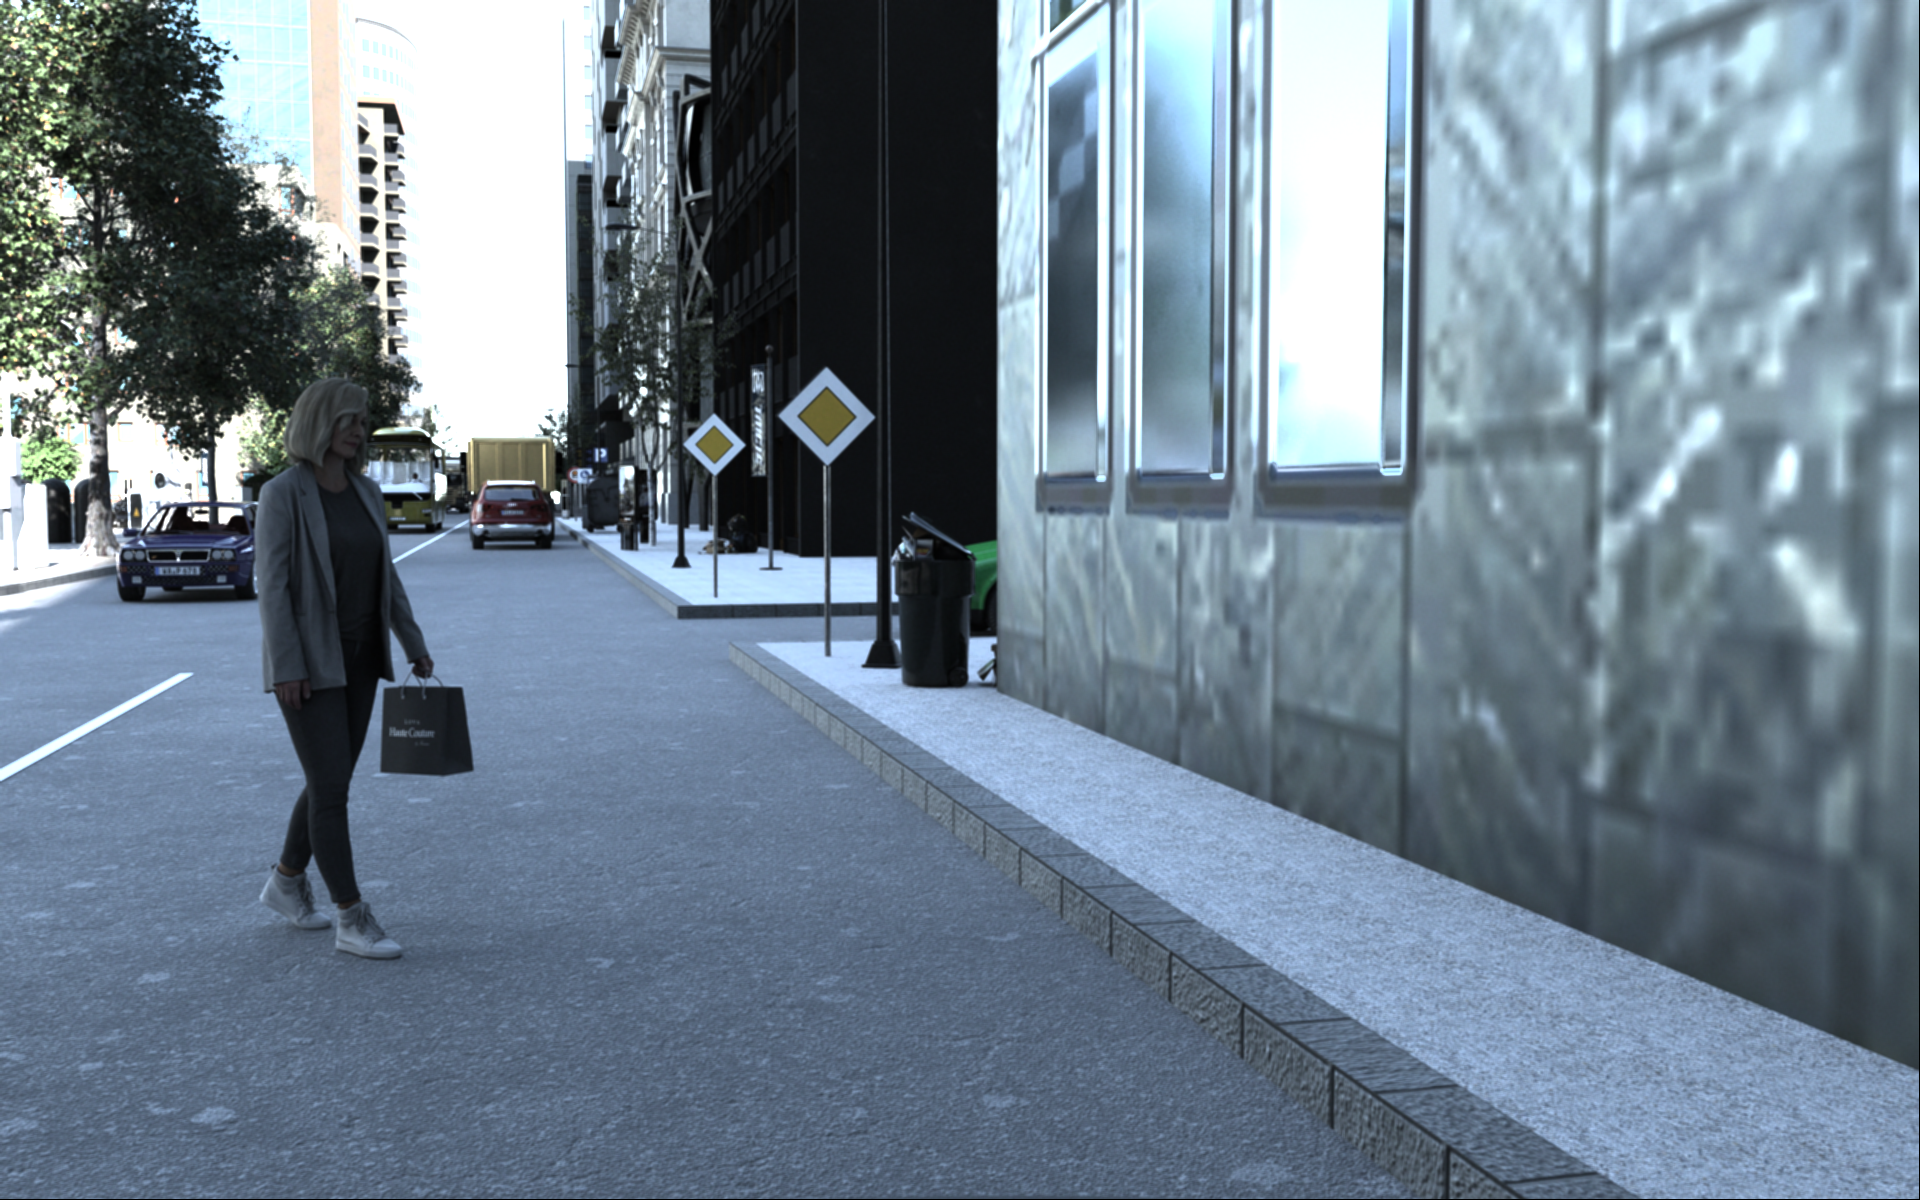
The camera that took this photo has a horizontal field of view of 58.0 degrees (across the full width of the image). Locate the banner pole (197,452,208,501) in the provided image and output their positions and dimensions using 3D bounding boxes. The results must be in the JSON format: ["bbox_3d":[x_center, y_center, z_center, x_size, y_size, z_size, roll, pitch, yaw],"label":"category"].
[{"bbox_3d":[-31.423,-5.004,71.840,0.401,3.779,0.863,1,4,18],"label":"banner pole"}]

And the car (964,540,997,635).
[{"bbox_3d":[1.690,-0.551,17.807,4.718,1.807,1.959,-1,4,-16],"label":"car"}]

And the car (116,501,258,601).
[{"bbox_3d":[-10.689,-0.733,24.571,1.945,1.354,3.894,-1,4,-13],"label":"car"}]

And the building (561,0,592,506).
[{"bbox_3d":[-33.648,-39.908,194.492,21.231,58.520,28.212,-1,4,-14],"label":"building"}]

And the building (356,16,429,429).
[{"bbox_3d":[-77.325,-41.045,213.084,21.231,58.520,28.212,-1,4,-14],"label":"building"}]

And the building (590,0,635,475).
[{"bbox_3d":[-15.655,-33.739,140.865,28.713,52.752,27.495,-1,4,-14],"label":"building"}]

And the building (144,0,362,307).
[{"bbox_3d":[-50.939,-28.996,124.201,14.600,45.320,14.200,-1,4,-14],"label":"building"}]

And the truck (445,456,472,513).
[{"bbox_3d":[-38.503,-8.686,130.925,2.839,4.237,11.283,-1,4,-12],"label":"truck"}]

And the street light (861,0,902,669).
[{"bbox_3d":[-1.089,-2.449,12.586,1.470,5.913,1.316,-1,4,-14],"label":"street light"}]

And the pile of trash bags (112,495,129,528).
[{"bbox_3d":[-33.595,-3.654,69.499,3.447,1.369,1.912,0,4,-8],"label":"pile of trash bags"}]

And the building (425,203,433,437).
[{"bbox_3d":[-79.303,-33.728,235.039,14.154,41.232,14.086,-1,4,-14],"label":"building"}]

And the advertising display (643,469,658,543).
[{"bbox_3d":[-8.255,-2.459,45.424,0.123,1.923,0.974,2,4,24],"label":"advertising display"}]

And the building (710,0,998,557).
[{"bbox_3d":[0.774,-13.080,43.536,12.332,23.373,15.834,-1,4,-14],"label":"building"}]

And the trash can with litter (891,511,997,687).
[{"bbox_3d":[0.068,-0.019,11.694,1.055,1.170,0.624,0,4,-3],"label":"trash can with litter"}]

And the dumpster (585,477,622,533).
[{"bbox_3d":[-11.880,-3.198,58.050,1.264,1.857,1.865,-1,4,-14],"label":"dumpster"}]

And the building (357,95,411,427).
[{"bbox_3d":[-70.936,-32.455,185.255,22.147,44.769,28.867,-1,4,-14],"label":"building"}]

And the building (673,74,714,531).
[{"bbox_3d":[-2.358,-12.110,65.456,16.820,18.784,16.811,-1,4,-14],"label":"building"}]

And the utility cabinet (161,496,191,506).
[{"bbox_3d":[-28.496,-3.167,62.934,1.020,1.237,0.306,-3,5,-42],"label":"utility cabinet"}]

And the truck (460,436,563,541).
[{"bbox_3d":[-14.628,-3.709,56.560,3.469,3.379,9.791,-1,4,-14],"label":"truck"}]

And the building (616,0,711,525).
[{"bbox_3d":[-9.004,-18.157,84.256,14.401,28.519,23.554,-1,4,-14],"label":"building"}]

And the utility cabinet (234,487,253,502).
[{"bbox_3d":[-21.572,-2.661,52.187,0.318,1.500,1.173,-2,4,-34],"label":"utility cabinet"}]

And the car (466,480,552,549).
[{"bbox_3d":[-12.135,-2.327,46.714,2.281,1.827,5.304,-1,4,-16],"label":"car"}]

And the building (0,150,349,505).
[{"bbox_3d":[-51.841,-15.723,102.113,27.650,21.520,28.899,-1,4,-14],"label":"building"}]

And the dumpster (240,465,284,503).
[{"bbox_3d":[-23.231,-3.401,58.092,1.502,2.255,1.985,-1,4,-14],"label":"dumpster"}]

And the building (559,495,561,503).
[{"bbox_3d":[-39.575,-33.626,241.660,32.217,40.220,23.993,-1,4,-14],"label":"building"}]

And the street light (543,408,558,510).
[{"bbox_3d":[-21.719,-7.437,94.131,1.470,5.913,1.316,-1,4,-14],"label":"street light"}]

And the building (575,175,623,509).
[{"bbox_3d":[-28.361,-23.786,160.595,14.160,30.474,14.107,-1,4,-14],"label":"building"}]

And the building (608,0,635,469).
[{"bbox_3d":[-10.571,-30.142,112.425,23.786,49.044,30.456,-1,4,-14],"label":"building"}]

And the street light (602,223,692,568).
[{"bbox_3d":[-5.393,-3.511,29.945,1.470,5.913,1.316,-1,4,-14],"label":"street light"}]

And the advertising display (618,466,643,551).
[{"bbox_3d":[-7.552,-2.097,39.505,0.123,1.923,0.974,-2,4,-33],"label":"advertising display"}]

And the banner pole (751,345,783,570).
[{"bbox_3d":[-3.342,-2.411,29.438,0.401,3.779,0.863,-3,4,-36],"label":"banner pole"}]

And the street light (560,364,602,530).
[{"bbox_3d":[-13.481,-5.476,62.075,1.470,5.913,1.316,-1,4,-14],"label":"street light"}]
